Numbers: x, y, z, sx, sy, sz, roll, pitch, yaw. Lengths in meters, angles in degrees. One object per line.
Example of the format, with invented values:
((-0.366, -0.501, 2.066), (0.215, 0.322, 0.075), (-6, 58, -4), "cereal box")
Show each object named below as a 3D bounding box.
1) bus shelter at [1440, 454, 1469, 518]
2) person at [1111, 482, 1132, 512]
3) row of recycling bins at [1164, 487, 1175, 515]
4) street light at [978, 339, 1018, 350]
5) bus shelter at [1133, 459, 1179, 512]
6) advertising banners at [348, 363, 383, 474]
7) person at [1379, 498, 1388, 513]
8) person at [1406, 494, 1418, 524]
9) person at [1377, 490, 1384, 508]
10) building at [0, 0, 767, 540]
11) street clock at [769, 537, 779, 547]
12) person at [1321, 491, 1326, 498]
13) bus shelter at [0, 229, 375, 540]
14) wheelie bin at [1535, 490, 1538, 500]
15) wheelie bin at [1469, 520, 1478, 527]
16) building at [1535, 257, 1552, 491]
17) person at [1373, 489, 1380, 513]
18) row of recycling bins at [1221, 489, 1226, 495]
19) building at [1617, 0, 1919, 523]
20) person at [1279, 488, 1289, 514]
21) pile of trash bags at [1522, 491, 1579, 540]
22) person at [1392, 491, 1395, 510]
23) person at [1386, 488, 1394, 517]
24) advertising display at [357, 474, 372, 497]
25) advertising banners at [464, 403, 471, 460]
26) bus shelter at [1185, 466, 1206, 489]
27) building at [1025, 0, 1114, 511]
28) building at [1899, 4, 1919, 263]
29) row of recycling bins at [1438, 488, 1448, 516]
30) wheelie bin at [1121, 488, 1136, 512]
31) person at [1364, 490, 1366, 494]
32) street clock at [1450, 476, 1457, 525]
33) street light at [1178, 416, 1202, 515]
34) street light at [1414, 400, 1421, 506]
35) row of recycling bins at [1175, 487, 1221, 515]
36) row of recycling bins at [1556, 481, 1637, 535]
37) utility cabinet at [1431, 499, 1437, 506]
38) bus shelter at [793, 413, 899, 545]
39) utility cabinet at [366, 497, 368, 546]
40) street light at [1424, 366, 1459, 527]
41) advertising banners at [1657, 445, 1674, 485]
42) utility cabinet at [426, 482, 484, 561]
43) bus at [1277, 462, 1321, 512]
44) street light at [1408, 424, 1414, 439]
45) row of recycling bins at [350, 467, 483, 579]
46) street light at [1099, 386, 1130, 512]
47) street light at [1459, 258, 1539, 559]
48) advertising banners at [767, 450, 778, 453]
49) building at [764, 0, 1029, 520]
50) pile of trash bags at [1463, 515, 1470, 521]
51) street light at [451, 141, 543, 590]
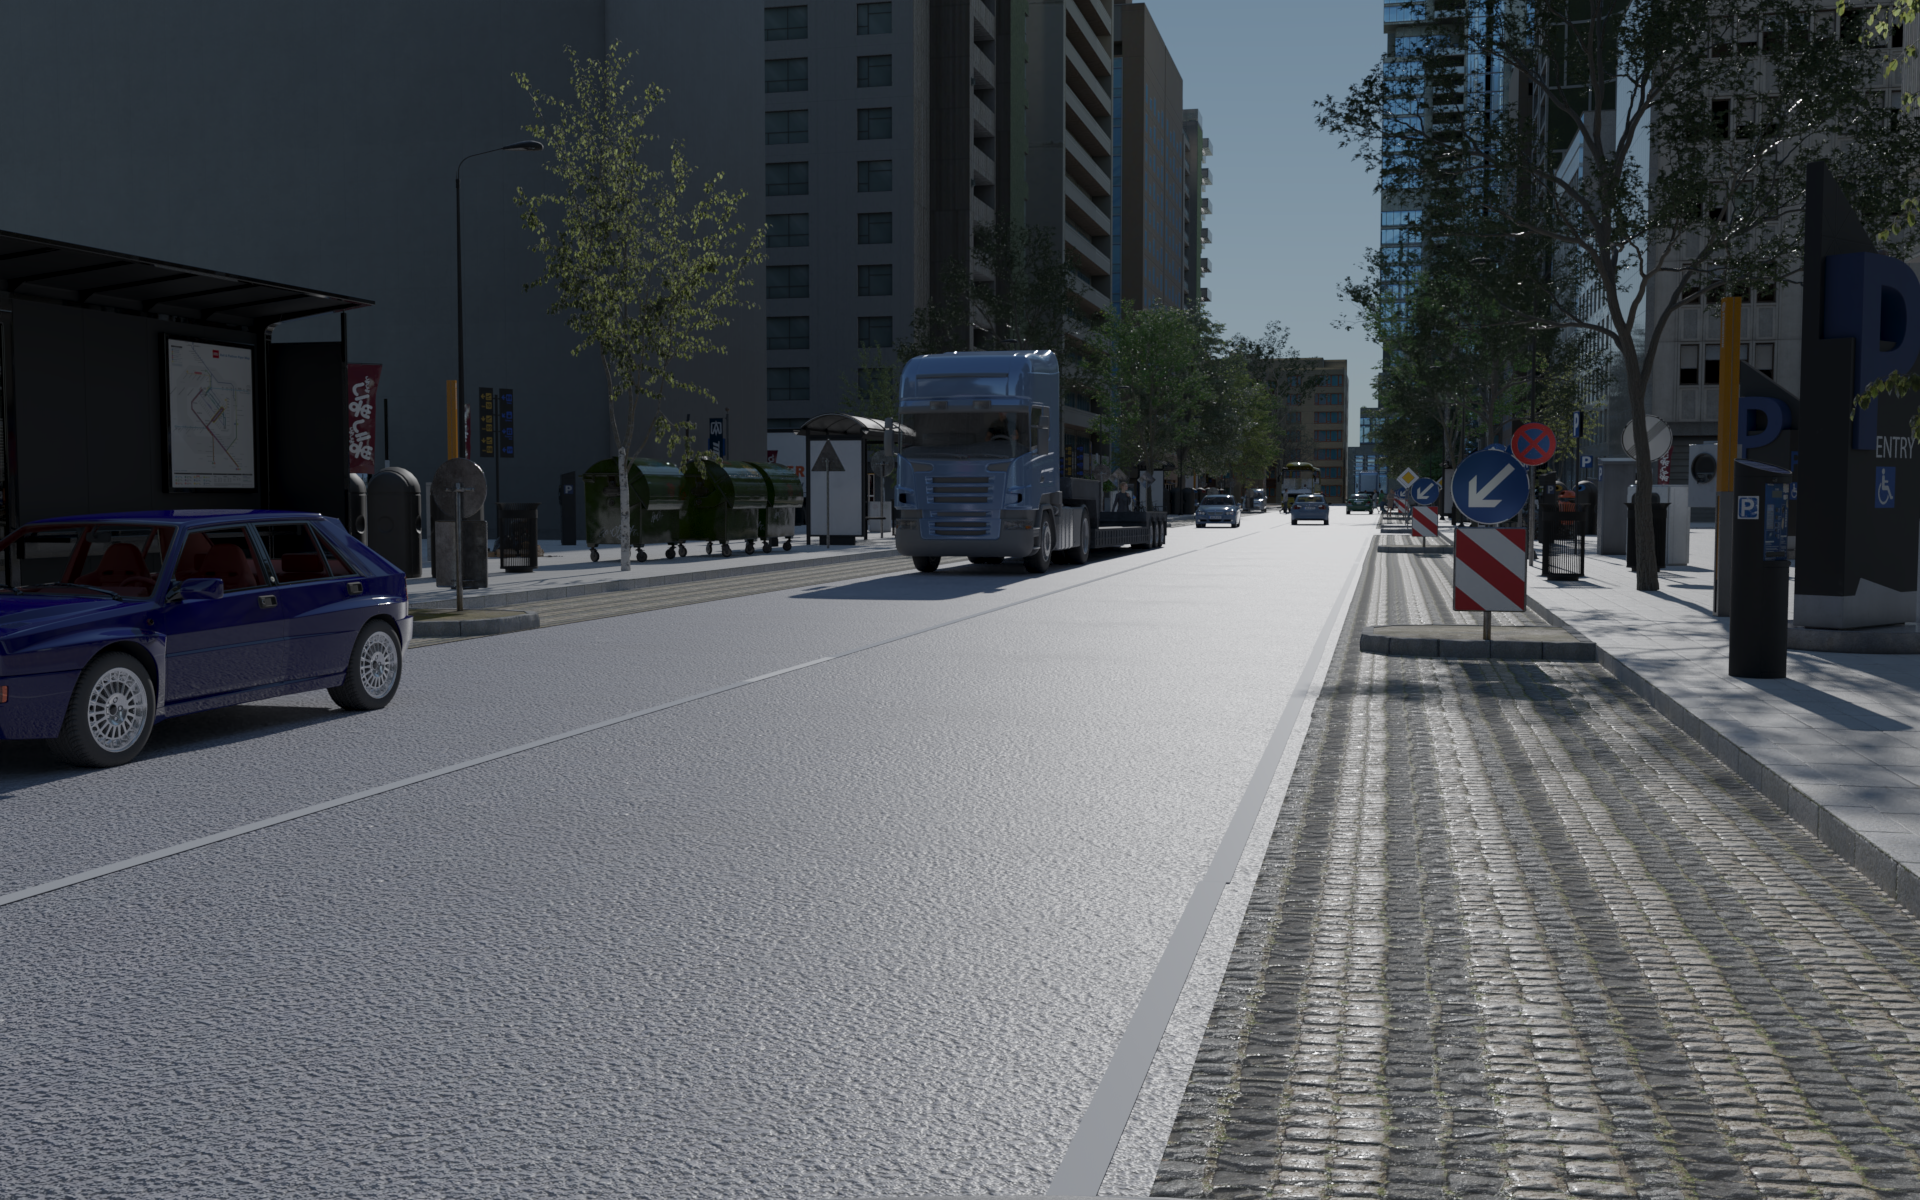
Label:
((26.063, -5.887, 90.176), (2.014, 3.302, 5.546), (1, 4, 14), "bus shelter")
((4.605, -2.478, 49.441), (0.534, 1.772, 0.576), (3, 5, 40), "person")
((12.584, -6.434, 112.311), (1.069, 1.692, 3.534), (2, 4, 29), "row of recycling bins")
((1.054, -4.874, 52.234), (1.470, 5.913, 1.316), (1, 4, 14), "street light")
((11.632, -6.654, 102.712), (2.014, 3.302, 5.546), (1, 4, 14), "bus shelter")
((-8.650, -1.629, 22.819), (2.074, 3.025, 0.090), (-2, 4, -29), "advertising banners")
((31.223, -6.965, 127.884), (0.738, 1.151, 1.012), (-3, 5, -43), "person")
((21.447, -4.467, 81.886), (0.721, 1.781, 0.623), (-2, 4, -30), "person")
((33.981, -8.003, 139.603), (0.600, 1.795, 0.529), (-1, 4, -18), "person")
((-19.518, -16.102, 56.768), (24.014, 27.812, 14.314), (1, 4, 14), "building")
((-4.547, -2.301, 42.184), (0.471, 2.002, 0.358), (-2, 4, -30), "street clock")
((37.314, -10.343, 178.061), (0.683, 1.767, 0.568), (1, 4, 10), "person")
((-8.674, -1.657, 18.374), (1.731, 3.624, 6.357), (1, 4, 14), "bus shelter")
((39.741, -6.830, 119.572), (0.693, 1.594, 0.980), (0, 4, 5), "wheelie bin")
((18.307, -3.238, 60.854), (0.980, 1.594, 0.693), (3, 5, 44), "wheelie bin")
((51.100, -18.548, 132.940), (12.332, 23.373, 15.834), (1, 4, 14), "building")
((30.376, -7.204, 126.632), (0.624, 1.780, 0.694), (3, 5, 41), "person")
((21.453, -8.417, 144.735), (1.069, 1.692, 3.534), (1, 4, 23), "row of recycling bins")
((41.421, -16.017, 79.897), (19.932, 24.808, 12.078), (1, 4, 14), "building")
((23.034, -7.014, 123.032), (0.795, 1.843, 0.661), (1, 4, 16), "person")
((16.510, -2.379, 48.647), (1.912, 1.369, 3.447), (0, 4, -4), "pile of trash bags")
((38.112, -8.741, 152.349), (0.436, 1.711, 0.756), (1, 4, 19), "person")
((26.739, -6.037, 107.553), (0.599, 1.781, 0.374), (-1, 4, -18), "person")
((-15.438, -2.422, 44.811), (0.123, 1.923, 0.974), (-3, 5, -40), "advertising display")
((-10.005, -2.319, 34.111), (0.090, 3.025, 2.074), (-3, 4, -36), "advertising banners")
((16.989, -8.136, 126.952), (2.014, 3.302, 5.546), (1, 4, 14), "bus shelter")
((-1.140, -30.673, 125.212), (21.300, 48.544, 21.600), (1, 4, 14), "building")
((31.931, -26.580, 23.819), (28.713, 52.752, 27.495), (1, 4, 14), "building")
((30.649, -6.133, 107.379), (1.069, 1.692, 3.534), (0, 4, -7), "row of recycling bins")
((8.655, -5.006, 89.751), (0.980, 1.594, 0.693), (1, 4, 17), "wheelie bin")
((40.056, -9.943, 171.054), (0.705, 1.826, 1.348), (-1, 4, -18), "person")
((20.303, -4.072, 71.152), (0.358, 2.002, 0.471), (2, 4, 25), "street clock")
((13.798, -8.029, 103.820), (1.470, 5.913, 1.316), (1, 4, 14), "street light")
((23.181, -6.884, 85.086), (1.470, 5.913, 1.316), (1, 4, 14), "street light")
((16.132, -6.808, 118.416), (3.534, 1.692, 1.069), (-3, 5, -43), "row of recycling bins")
((19.966, -2.889, 54.351), (1.069, 1.692, 3.534), (-3, 5, -44), "row of recycling bins")
((38.035, -7.864, 139.736), (1.020, 1.237, 0.306), (1, 4, 22), "utility cabinet")
((-2.539, -3.175, 45.831), (2.014, 3.302, 5.546), (1, 4, 14), "bus shelter")
((-13.621, -1.787, 40.379), (1.020, 1.237, 0.306), (-2, 4, -24), "utility cabinet")
((17.738, -5.533, 63.012), (1.470, 5.913, 1.316), (1, 4, 14), "street light")
((24.592, -4.052, 62.443), (2.074, 3.025, 0.090), (1, 4, 16), "advertising banners")
((-9.477, -1.460, 32.552), (1.173, 1.500, 0.318), (2, 4, 28), "utility cabinet")
((27.151, -8.950, 137.873), (2.896, 3.916, 12.252), (1, 4, 14), "bus")
((30.554, -8.682, 114.487), (1.470, 5.913, 1.316), (1, 4, 14), "street light")
((-9.081, -1.194, 26.633), (3.534, 1.692, 1.069), (0, 4, 1), "row of recycling bins")
((6.610, -6.253, 74.774), (1.470, 5.913, 1.316), (1, 4, 14), "street light")
((10.714, -3.766, 34.113), (1.470, 5.913, 1.316), (1, 4, 14), "street light")
((-8.243, -4.445, 68.857), (2.074, 3.025, 0.090), (0, 4, 6), "advertising banners")
((-4.641, -19.578, 91.807), (14.160, 30.474, 14.107), (1, 4, 14), "building")
((23.991, -4.307, 80.168), (1.912, 1.369, 3.447), (0, 3, 0), "pile of trash bags")
((-6.159, -3.090, 23.058), (1.470, 5.913, 1.316), (1, 4, 14), "street light")
